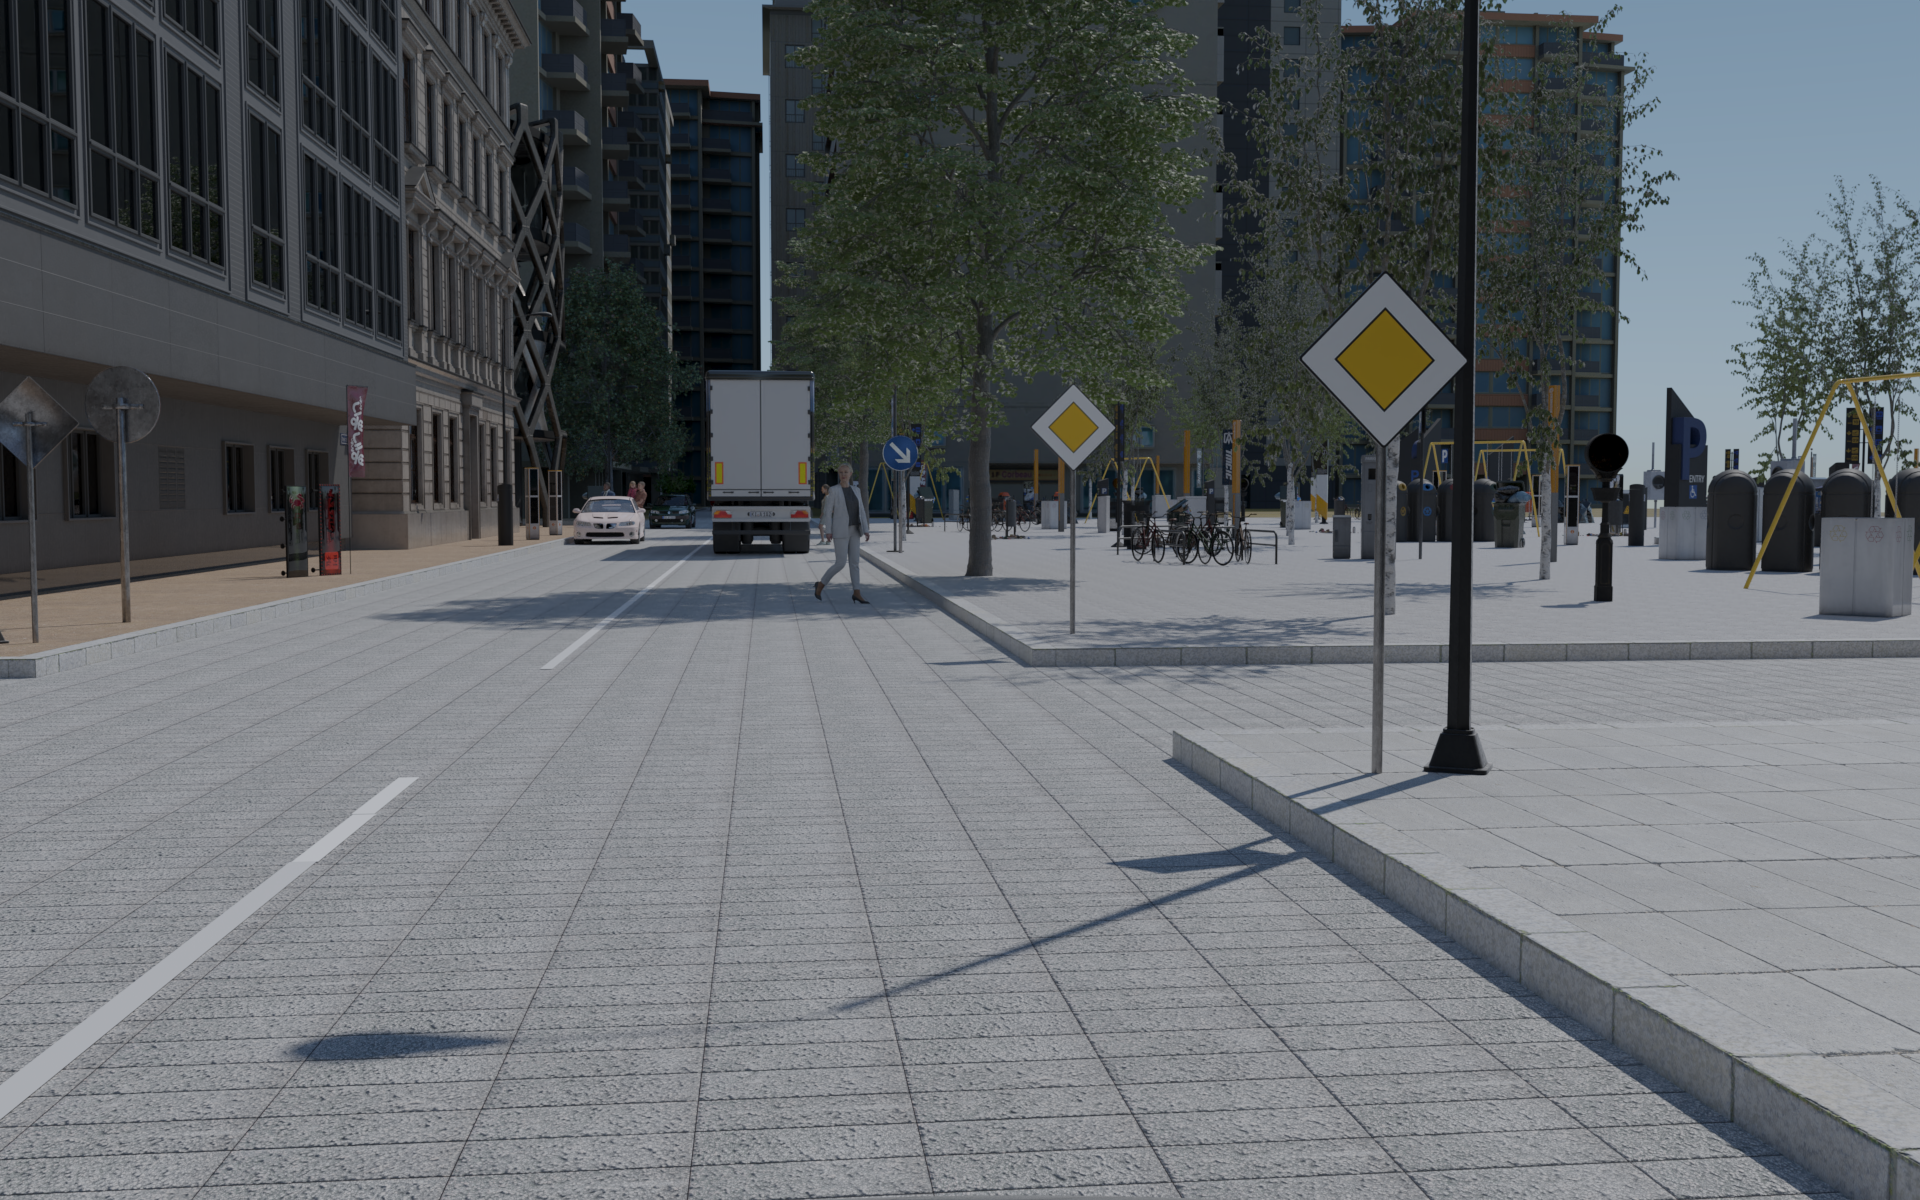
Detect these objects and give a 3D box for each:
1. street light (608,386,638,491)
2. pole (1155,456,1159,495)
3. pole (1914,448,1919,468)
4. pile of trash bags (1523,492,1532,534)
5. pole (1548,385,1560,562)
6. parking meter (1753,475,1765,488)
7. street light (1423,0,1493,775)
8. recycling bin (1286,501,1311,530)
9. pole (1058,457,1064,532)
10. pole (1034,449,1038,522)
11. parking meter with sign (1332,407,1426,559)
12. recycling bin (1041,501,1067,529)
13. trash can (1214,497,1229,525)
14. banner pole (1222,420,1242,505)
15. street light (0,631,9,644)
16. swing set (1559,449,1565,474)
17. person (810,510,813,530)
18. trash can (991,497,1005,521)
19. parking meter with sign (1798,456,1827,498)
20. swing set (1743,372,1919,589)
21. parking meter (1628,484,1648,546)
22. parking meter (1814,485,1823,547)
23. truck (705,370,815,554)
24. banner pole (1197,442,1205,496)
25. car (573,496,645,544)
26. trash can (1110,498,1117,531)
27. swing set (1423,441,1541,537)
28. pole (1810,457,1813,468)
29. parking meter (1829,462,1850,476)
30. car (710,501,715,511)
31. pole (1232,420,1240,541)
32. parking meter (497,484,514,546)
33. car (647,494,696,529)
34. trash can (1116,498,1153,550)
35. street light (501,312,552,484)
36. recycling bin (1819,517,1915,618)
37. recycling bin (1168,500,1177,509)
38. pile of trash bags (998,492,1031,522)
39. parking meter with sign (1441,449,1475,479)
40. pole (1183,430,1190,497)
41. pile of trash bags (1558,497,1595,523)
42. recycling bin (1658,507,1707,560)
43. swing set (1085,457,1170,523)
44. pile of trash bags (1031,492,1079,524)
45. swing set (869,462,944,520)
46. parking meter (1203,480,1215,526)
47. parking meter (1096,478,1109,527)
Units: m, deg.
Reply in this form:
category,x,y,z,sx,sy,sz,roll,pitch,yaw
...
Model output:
category,x,y,z,sx,sy,sz,roll,pitch,yaw
street light,-14.485,-6.219,74.221,1.470,5.913,1.316,0,4,-6
pole,10.488,-6.006,92.042,0.158,3.312,0.155,0,3,0
pole,42.648,-5.104,77.301,0.158,3.312,0.155,0,3,0
pile of trash bags,16.768,-2.837,56.129,1.912,1.369,3.447,-1,4,-14
pole,11.155,-2.371,32.605,0.158,3.312,0.155,0,3,0
parking meter,24.494,-2.909,53.268,0.399,1.863,0.255,0,4,7
street light,1.783,-2.159,7.838,1.470,5.913,1.316,0,4,-6
recycling bin,12.288,-3.078,62.880,0.722,1.027,0.722,-1,4,-10
pole,3.426,-3.958,58.561,0.158,3.312,0.155,0,3,0
pole,3.469,-5.215,79.102,0.158,3.312,0.155,0,3,0
parking meter with sign,8.242,-2.316,34.130,1.738,3.016,0.543,1,4,11
recycling bin,3.446,-3.111,63.424,0.722,1.027,0.722,-2,4,-24
trash can,10.989,-3.747,72.925,0.748,1.137,0.748,0,3,0
banner pole,9.271,-4.205,58.774,0.863,3.779,0.401,2,4,28
street light,-7.809,-2.578,14.694,1.470,5.913,1.316,0,4,-6
swing set,19.545,-3.864,60.798,3.119,2.851,2.862,3,4,37
person,-6.239,-3.698,69.151,0.728,1.800,0.709,1,4,14
trash can,1.672,-4.083,78.414,0.748,1.137,0.748,0,3,0
parking meter with sign,39.224,-5.065,79.081,1.738,3.016,0.543,0,4,7
swing set,12.282,-1.517,22.423,2.862,2.851,3.119,-1,4,-11
parking meter,16.726,-2.104,42.810,0.372,1.533,0.369,0,3,0
parking meter,20.937,-2.056,42.031,0.372,1.533,0.369,0,3,0
truck,-5.163,-3.429,44.974,2.839,4.237,11.283,0,4,-6
banner pole,11.596,-5.715,83.455,0.401,3.779,0.863,3,4,37
car,-10.289,-2.363,51.000,2.083,1.381,4.827,0,4,-7
trash can,5.327,-2.938,59.693,0.748,1.137,0.748,0,3,0
swing set,15.287,-3.308,51.710,3.119,2.851,2.862,3,5,39
pole,47.136,-6.239,95.849,0.158,3.312,0.155,0,3,0
parking meter,16.201,-1.606,31.965,0.255,1.863,0.399,0,4,8
car,-20.255,-8.494,147.557,2.281,1.827,5.304,0,4,-8
pole,7.617,-3.299,47.790,0.158,3.312,0.155,0,3,0
parking meter,-11.314,-2.122,43.099,0.372,1.533,0.369,0,3,0
car,-12.045,-3.844,72.633,2.009,1.686,4.222,0,4,-5
trash can,4.102,-1.748,40.235,0.748,1.137,0.748,0,3,0
street light,-11.105,-4.388,44.284,1.470,5.913,1.316,0,4,-6
recycling bin,9.640,-0.359,18.417,0.722,1.027,0.722,-3,5,-45
recycling bin,9.962,-4.055,78.852,0.722,1.027,0.722,3,5,41
pile of trash bags,2.905,-4.417,81.969,1.912,1.369,3.447,-3,4,-36
parking meter with sign,19.582,-4.337,67.171,1.738,3.016,0.543,-1,4,-11
pole,7.279,-3.778,55.618,0.158,3.312,0.155,0,3,0
pile of trash bags,26.558,-4.124,77.185,1.912,1.369,3.447,-3,5,-39
recycling bin,14.218,-1.310,33.972,0.722,1.027,0.722,0,4,-7
swing set,7.417,-4.725,74.879,2.862,2.851,3.119,-2,4,-28
pile of trash bags,4.255,-4.048,75.943,1.912,1.369,3.447,0,4,4
swing set,-2.683,-5.357,85.201,3.119,2.851,2.862,3,4,38
parking meter,10.073,-3.935,70.050,0.399,1.863,0.255,-2,4,-26
parking meter,5.319,-3.604,64.639,0.399,1.863,0.255,-1,4,-18
